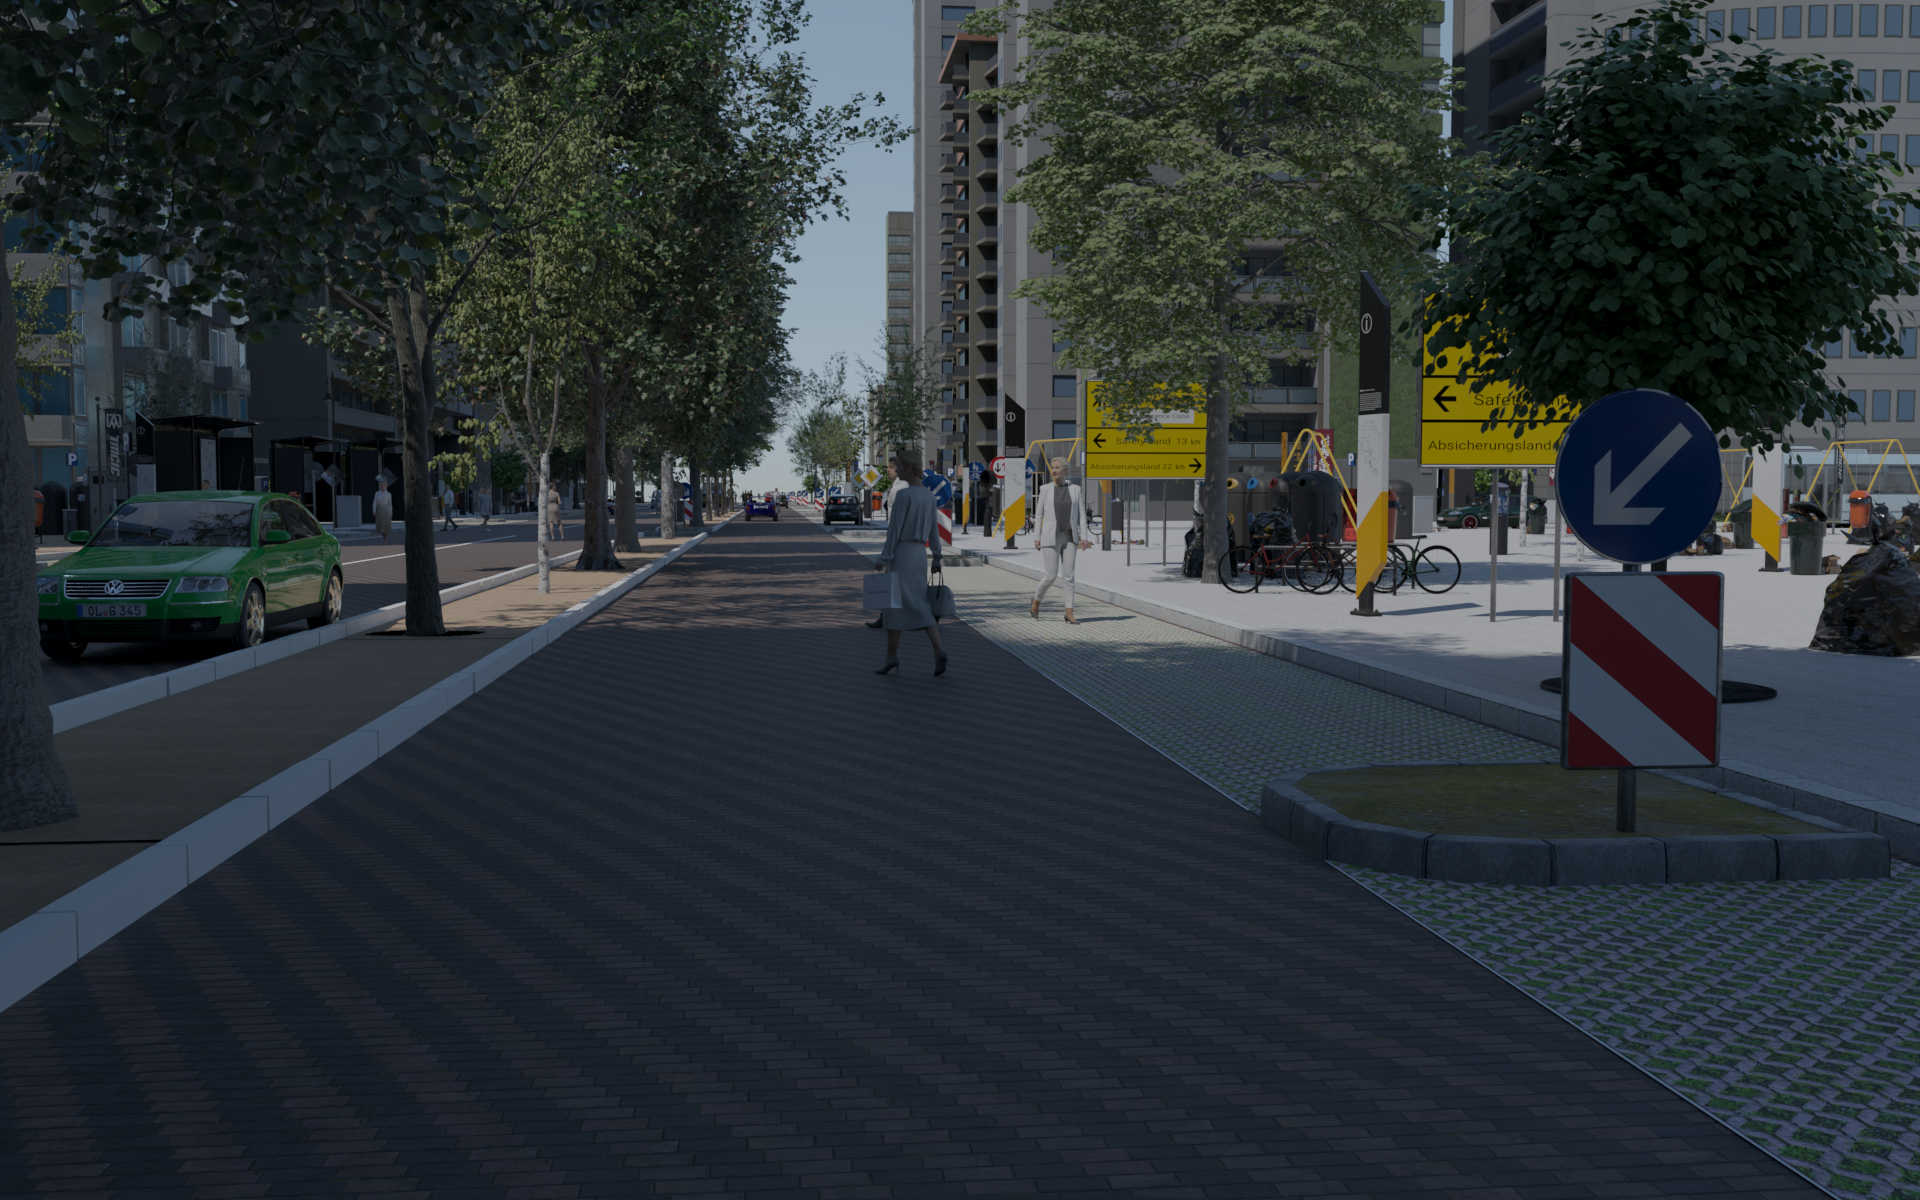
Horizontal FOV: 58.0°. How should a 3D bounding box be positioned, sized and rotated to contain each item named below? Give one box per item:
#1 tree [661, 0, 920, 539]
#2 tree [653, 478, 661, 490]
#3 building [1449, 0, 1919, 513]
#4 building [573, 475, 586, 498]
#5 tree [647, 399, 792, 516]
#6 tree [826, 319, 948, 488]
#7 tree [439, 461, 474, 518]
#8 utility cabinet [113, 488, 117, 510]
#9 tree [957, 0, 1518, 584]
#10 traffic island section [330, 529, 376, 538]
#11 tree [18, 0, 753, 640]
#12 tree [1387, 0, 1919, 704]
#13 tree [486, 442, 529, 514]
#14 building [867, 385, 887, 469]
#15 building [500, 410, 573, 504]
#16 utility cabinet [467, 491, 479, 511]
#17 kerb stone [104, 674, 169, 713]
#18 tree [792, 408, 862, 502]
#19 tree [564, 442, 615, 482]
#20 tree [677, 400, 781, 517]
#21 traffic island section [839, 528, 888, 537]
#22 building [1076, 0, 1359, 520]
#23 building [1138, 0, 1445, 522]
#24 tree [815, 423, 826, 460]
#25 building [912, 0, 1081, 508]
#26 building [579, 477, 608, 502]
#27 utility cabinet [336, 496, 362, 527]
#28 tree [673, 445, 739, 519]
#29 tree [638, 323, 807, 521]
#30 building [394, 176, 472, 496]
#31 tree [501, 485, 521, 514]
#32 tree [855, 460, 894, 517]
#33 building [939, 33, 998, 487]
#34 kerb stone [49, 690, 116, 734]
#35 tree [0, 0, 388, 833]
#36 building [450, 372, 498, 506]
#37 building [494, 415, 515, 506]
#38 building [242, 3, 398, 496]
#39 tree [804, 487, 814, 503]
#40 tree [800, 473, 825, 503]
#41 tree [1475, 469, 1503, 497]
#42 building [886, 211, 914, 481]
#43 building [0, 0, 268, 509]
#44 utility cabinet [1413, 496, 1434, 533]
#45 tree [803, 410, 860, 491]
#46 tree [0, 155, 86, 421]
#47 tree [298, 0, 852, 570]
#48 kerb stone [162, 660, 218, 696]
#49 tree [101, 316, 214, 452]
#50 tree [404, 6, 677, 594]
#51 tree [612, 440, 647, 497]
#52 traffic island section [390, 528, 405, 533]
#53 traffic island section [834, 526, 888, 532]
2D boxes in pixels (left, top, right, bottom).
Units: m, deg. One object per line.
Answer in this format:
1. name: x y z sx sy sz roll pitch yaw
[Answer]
1. tree: -7.892 -11.920 53.240 12.611 20.169 13.585 0 3 0
2. tree: -45.804 -17.318 266.860 4.285 4.588 4.351 0 3 0
3. building: 42.948 -33.606 91.462 28.212 58.520 21.231 0 4 -6
4. building: -69.034 -39.143 259.589 23.786 49.044 30.456 0 4 -6
5. tree: -15.736 -10.841 114.126 8.767 10.594 7.601 0 4 -6
6. tree: -2.305 -7.433 71.891 4.737 8.622 4.395 0 3 0
7. tree: -26.482 -5.926 91.486 1.663 3.219 1.824 0 3 0
8. utility cabinet: -31.799 -3.435 64.848 0.318 1.500 1.173 -2 4 -30
9. tree: 3.815 -6.483 24.117 7.486 12.596 7.792 0 3 0
10. traffic island section: -20.801 -2.153 57.490 2.009 0.180 2.903 0 4 -6
11. tree: -5.527 -5.445 17.242 9.928 11.665 9.643 0 3 0
12. tree: 4.579 -1.674 11.079 4.285 4.588 4.351 0 3 0
13. tree: -28.787 -7.711 109.793 4.285 4.588 4.351 0 3 0
14. building: -0.901 -27.177 289.389 27.650 21.520 28.899 0 4 -6
15. building: -61.455 -33.927 238.292 14.154 41.232 14.086 0 4 -6
16. utility cabinet: -36.556 -7.465 130.723 1.173 1.500 0.318 -2 4 -31
17. kerb stone: -5.594 0.643 11.695 0.120 0.150 1.000 0 4 -6
18. tree: -14.448 -15.426 186.626 8.767 10.594 7.601 -2 4 -34
19. tree: -36.624 -15.409 170.058 7.486 12.596 7.792 0 3 0
20. tree: -14.846 -11.342 106.021 7.486 12.596 7.792 0 3 0
21. traffic island section: -3.015 -2.272 59.424 2.009 0.180 2.903 0 4 -6
22. building: 13.766 -25.524 100.904 14.154 41.232 14.086 0 4 -6
23. building: 14.405 -24.543 84.869 14.086 41.232 14.154 0 4 -6
24. tree: -7.965 -10.550 122.860 4.737 8.622 4.395 0 3 0
25. building: 5.288 -39.851 193.565 21.231 58.520 28.212 0 4 -6
26. building: -65.393 -36.638 282.620 14.154 41.232 14.086 0 4 -6
27. utility cabinet: -23.688 -3.412 66.956 1.020 1.237 0.306 0 4 6
28. tree: -14.224 -8.929 98.804 4.360 8.622 3.978 0 3 0
29. tree: -13.179 -10.854 90.289 12.009 13.543 11.850 0 3 0
30. building: -58.160 -34.314 150.270 28.713 52.752 27.495 0 4 -6
31. tree: -29.487 -7.295 113.873 1.663 3.219 1.824 0 3 0
32. tree: -4.542 -6.310 97.768 1.663 3.219 1.824 0 3 0
33. building: 9.538 -31.263 165.774 22.147 44.769 28.867 0 4 -6
34. kerb stone: -5.475 0.704 10.679 0.120 0.150 1.000 0 4 -6
35. tree: -4.202 -5.987 6.997 9.857 13.997 8.962 0 3 0
36. building: -54.326 -31.911 171.847 14.600 45.320 14.200 0 4 -6
37. building: -59.238 -45.856 187.998 20.563 71.187 20.611 0 4 -6
38. building: -52.796 -30.400 120.747 21.300 48.544 21.600 0 4 -6
39. tree: -21.956 -15.899 254.545 1.663 3.219 1.824 0 3 0
40. tree: -20.600 -15.734 240.960 4.285 4.588 4.351 0 3 0
41. tree: 24.833 -5.400 82.890 1.663 3.219 1.824 0 3 0
42. building: -3.857 -34.802 252.604 14.154 41.232 14.086 0 4 -6
43. building: -49.977 -28.579 86.872 23.786 49.044 30.456 0 4 -6
44. utility cabinet: 15.099 -2.791 56.795 1.020 1.237 0.306 -3 5 -40
45. tree: -11.339 -12.670 157.508 4.360 8.622 3.978 0 3 0
46. tree: -20.941 -5.277 36.650 4.737 8.622 4.395 0 3 0
47. tree: -6.850 -6.903 32.328 9.611 12.733 9.660 0 3 0
48. kerb stone: -5.692 0.585 12.713 0.120 0.150 1.000 0 4 -6
49. tree: -31.995 -7.309 69.866 4.360 8.622 3.978 0 3 0
50. tree: -6.011 -4.399 24.744 4.737 8.622 4.395 0 3 0
51. tree: -39.044 -15.987 195.804 8.767 10.594 7.601 0 4 6
52. traffic island section: -21.669 -2.639 65.428 2.009 0.180 2.903 0 4 -6
53. traffic island section: -3.883 -2.757 67.362 2.009 0.180 2.903 0 4 -6
